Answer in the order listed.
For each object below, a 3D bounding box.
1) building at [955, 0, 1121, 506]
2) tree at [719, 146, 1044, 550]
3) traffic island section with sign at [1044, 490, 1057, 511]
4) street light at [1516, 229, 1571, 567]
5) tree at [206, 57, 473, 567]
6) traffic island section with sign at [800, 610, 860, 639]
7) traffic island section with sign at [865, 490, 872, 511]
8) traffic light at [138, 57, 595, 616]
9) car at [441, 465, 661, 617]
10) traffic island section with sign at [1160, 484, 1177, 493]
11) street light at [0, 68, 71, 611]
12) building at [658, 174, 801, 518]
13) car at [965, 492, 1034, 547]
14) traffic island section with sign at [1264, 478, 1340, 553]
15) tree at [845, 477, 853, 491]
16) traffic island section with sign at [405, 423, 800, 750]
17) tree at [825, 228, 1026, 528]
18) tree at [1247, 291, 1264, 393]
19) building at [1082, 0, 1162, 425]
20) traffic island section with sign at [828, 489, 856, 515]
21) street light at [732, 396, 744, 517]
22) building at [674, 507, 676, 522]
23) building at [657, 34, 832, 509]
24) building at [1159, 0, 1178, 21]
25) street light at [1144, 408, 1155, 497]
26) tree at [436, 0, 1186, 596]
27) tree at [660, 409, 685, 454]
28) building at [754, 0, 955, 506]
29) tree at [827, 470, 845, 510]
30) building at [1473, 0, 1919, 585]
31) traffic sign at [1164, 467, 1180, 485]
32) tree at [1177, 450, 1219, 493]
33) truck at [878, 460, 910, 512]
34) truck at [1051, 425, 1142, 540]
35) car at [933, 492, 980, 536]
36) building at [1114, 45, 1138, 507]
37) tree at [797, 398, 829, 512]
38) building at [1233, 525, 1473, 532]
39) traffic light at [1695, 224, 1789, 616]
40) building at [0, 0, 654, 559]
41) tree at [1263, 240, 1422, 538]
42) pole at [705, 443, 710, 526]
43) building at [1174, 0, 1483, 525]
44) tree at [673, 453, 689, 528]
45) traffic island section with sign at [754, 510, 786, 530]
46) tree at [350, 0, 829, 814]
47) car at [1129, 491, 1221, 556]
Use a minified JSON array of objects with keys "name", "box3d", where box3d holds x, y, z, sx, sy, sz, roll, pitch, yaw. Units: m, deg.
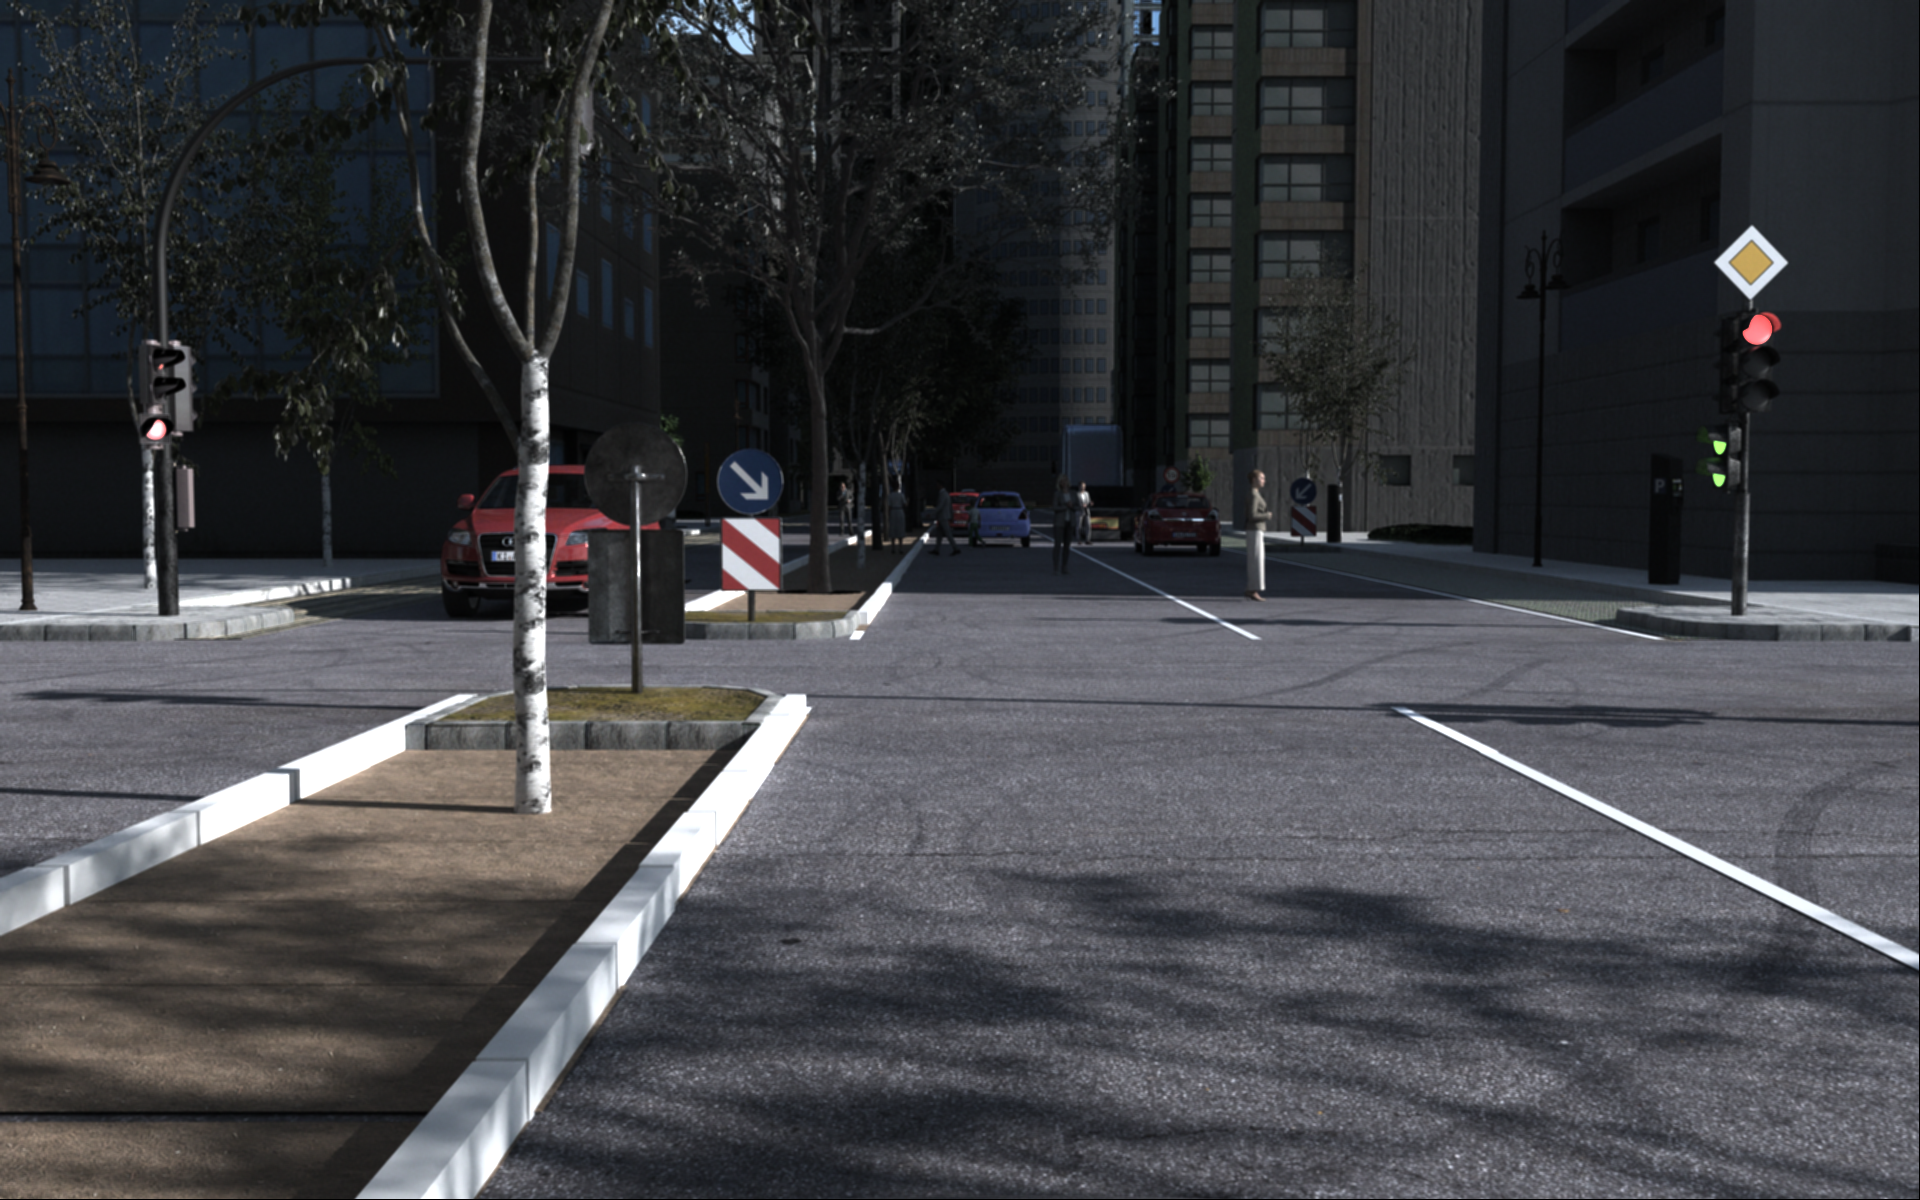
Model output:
[{"name":"building","box3d":[13.516,-39.479,187.479,28.212,58.520,21.231,0,3,0]},{"name":"tree","box3d":[-2.073,-6.555,44.045,8.767,10.594,7.601,0,3,0]},{"name":"traffic island section with sign","box3d":[8.174,-8.465,147.028,1.989,1.847,2.006,0,3,0]},{"name":"street light","box3d":[10.227,-3.530,30.497,0.468,5.910,1.993,0,3,0]},{"name":"tree","box3d":[-10.862,-4.878,30.115,4.737,8.622,4.395,0,3,0]},{"name":"traffic island section with sign","box3d":[-2.090,-0.601,17.971,2.006,1.907,1.989,0,3,0]},{"name":"traffic island section with sign","box3d":[-8.162,-8.481,147.291,1.989,1.847,2.006,0,3,0]},{"name":"traffic light","box3d":[-6.250,-2.663,18.212,4.771,5.953,1.251,0,3,0]},{"name":"car","box3d":[-5.027,-0.810,21.912,2.281,1.827,5.304,0,4,-2]},{"name":"traffic island section with sign","box3d":[8.215,-3.746,69.872,1.989,1.847,2.006,0,3,0]},{"name":"street light","box3d":[-10.298,-2.824,18.959,0.468,5.910,1.993,0,3,0]},{"name":"building","box3d":[-25.133,-16.098,108.242,27.650,21.520,28.899,0,3,0]},{"name":"car","box3d":[1.088,-2.359,48.163,1.945,1.707,3.694,0,4,1]},{"name":"traffic island section with sign","box3d":[8.248,-2.097,42.917,1.989,1.847,2.006,0,3,0]},{"name":"tree","box3d":[-10.488,-9.909,156.613,1.663,3.219,1.824,0,3,0]},{"name":"traffic island section with sign","box3d":[-2.093,-0.148,10.563,2.006,1.907,1.989,0,3,0]},{"name":"tree","box3d":[-1.961,-9.398,73.123,9.611,12.733,9.660,0,3,0]},{"name":"tree","box3d":[11.205,-6.374,54.577,4.360,8.622,3.978,0,3,0]},{"name":"building","box3d":[22.403,-51.273,150.979,22.319,86.520,31.000,0,3,0]},{"name":"traffic island section with sign","box3d":[-8.142,-6.832,120.336,1.989,1.847,2.006,0,3,0]},{"name":"street light","box3d":[-10.466,-6.651,81.535,0.468,5.910,1.993,0,3,0]},{"name":"building","box3d":[-23.278,-38.830,73.126,20.563,71.187,20.611,0,3,0]},{"name":"building","box3d":[-23.666,-28.160,152.295,23.993,40.220,32.217,0,3,0]},{"name":"building","box3d":[18.346,-20.164,101.380,14.160,30.474,14.107,0,3,0]},{"name":"street light","box3d":[10.161,-7.352,92.991,0.468,5.910,1.993,0,3,0]},{"name":"tree","box3d":[-1.988,-6.816,24.263,12.009,13.543,11.850,0,3,0]},{"name":"tree","box3d":[-10.937,-4.629,59.391,4.285,4.588,4.351,0,3,0]},{"name":"building","box3d":[-10.896,-45.803,187.126,20.611,71.187,20.563,0,3,0]},{"name":"tree","box3d":[-10.480,-8.864,139.529,1.663,3.219,1.824,0,3,0]},{"name":"building","box3d":[25.535,-29.746,28.348,28.212,58.520,21.231,0,3,0]},{"name":"traffic sign","box3d":[9.884,-4.940,80.869,0.768,2.556,0.104,0,4,8]},{"name":"tree","box3d":[10.275,-4.962,75.733,1.663,3.219,1.824,0,3,0]},{"name":"truck","box3d":[-4.851,-9.227,140.615,2.967,4.110,18.799,0,4,0]},{"name":"truck","box3d":[5.107,-4.395,61.612,2.967,4.110,18.799,0,4,0]},{"name":"car","box3d":[0.136,-3.063,59.123,2.155,1.783,4.494,0,4,2]},{"name":"building","box3d":[17.969,-21.025,115.461,14.160,30.474,14.107,0,3,0]},{"name":"tree","box3d":[-11.951,-11.252,134.335,4.737,8.622,4.395,0,3,0]},{"name":"building","box3d":[16.994,-23.257,63.850,14.154,41.232,14.086,0,3,0]},{"name":"traffic light","box3d":[8.219,-1.791,18.204,0.839,4.253,0.868,0,3,0]},{"name":"building","box3d":[-15.172,-23.822,39.608,14.600,45.320,14.200,0,3,0]},{"name":"tree","box3d":[11.076,-6.097,50.054,4.360,8.622,3.978,0,3,0]},{"name":"pole","box3d":[-10.025,-4.580,68.723,0.158,3.312,0.155,0,3,0]},{"name":"building","box3d":[17.578,-24.605,85.894,14.154,41.232,14.086,0,3,0]},{"name":"tree","box3d":[-10.811,-4.350,65.724,1.663,3.219,1.824,0,3,0]},{"name":"traffic island section with sign","box3d":[-8.097,-3.761,70.117,1.989,1.847,2.006,0,3,0]},{"name":"tree","box3d":[-1.932,-3.359,7.746,4.360,8.622,3.978,0,3,0]},{"name":"car","box3d":[5.169,-1.985,41.499,2.155,1.783,4.494,0,4,2]}]
